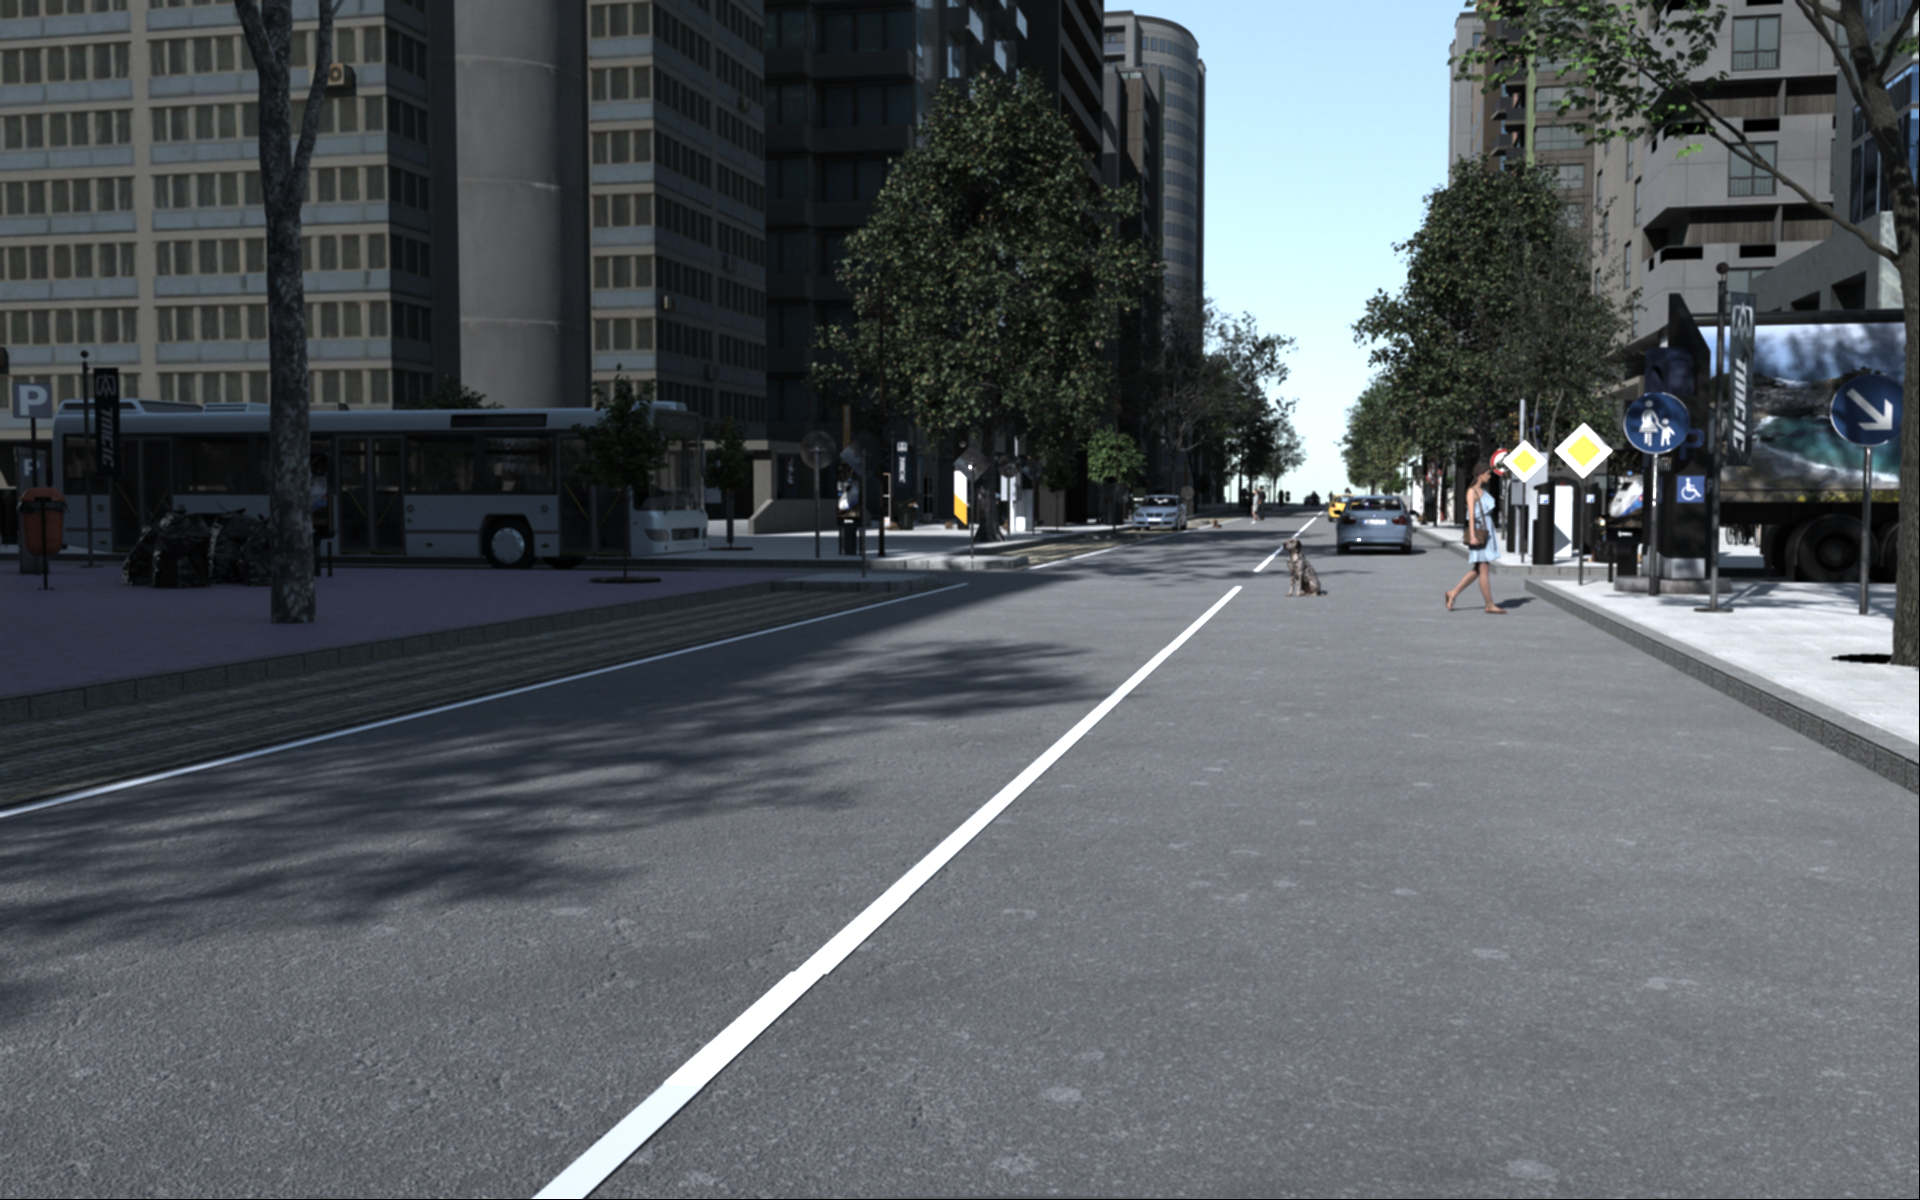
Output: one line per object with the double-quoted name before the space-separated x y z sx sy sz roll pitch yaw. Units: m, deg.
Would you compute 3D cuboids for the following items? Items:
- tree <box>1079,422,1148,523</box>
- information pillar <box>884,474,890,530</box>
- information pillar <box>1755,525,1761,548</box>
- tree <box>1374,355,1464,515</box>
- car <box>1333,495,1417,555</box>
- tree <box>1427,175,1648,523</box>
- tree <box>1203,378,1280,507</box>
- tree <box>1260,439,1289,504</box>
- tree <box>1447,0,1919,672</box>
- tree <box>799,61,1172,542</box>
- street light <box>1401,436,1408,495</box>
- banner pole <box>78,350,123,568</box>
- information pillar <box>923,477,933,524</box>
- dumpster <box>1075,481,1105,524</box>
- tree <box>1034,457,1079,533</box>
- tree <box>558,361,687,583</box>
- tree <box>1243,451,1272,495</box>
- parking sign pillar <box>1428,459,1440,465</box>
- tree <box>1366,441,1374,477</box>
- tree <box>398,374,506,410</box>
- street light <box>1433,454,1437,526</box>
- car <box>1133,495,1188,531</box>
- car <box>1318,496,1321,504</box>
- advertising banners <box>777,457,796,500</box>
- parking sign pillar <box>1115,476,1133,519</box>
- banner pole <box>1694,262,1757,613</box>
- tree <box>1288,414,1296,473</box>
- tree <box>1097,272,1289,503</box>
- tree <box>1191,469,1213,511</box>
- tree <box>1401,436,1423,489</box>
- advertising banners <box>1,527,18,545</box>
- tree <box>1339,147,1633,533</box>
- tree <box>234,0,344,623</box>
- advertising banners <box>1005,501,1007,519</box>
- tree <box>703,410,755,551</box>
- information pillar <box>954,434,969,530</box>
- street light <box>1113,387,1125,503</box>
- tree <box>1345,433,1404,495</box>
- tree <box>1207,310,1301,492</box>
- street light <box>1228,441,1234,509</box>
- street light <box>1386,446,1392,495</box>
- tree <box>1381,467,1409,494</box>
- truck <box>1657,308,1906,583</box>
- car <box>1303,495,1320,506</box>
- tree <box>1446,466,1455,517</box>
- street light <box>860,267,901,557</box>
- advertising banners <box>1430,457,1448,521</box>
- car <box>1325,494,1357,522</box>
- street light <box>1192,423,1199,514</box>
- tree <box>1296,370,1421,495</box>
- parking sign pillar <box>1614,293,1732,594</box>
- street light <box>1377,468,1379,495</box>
"tree" 6.833 -5.796 78.481 4.285 4.588 4.351 0 3 0
"information pillar" -2.650 -3.516 61.973 0.304 2.012 0.304 0 4 -3
"information pillar" 19.320 -2.269 41.588 0.304 2.012 0.304 0 4 7
"tree" 23.010 -8.252 85.280 4.737 8.622 4.395 0 3 0
"car" 10.128 -1.852 42.283 2.014 1.417 4.499 1 4 14
"tree" 14.009 -5.550 41.105 4.360 8.622 3.978 0 3 0
"tree" 27.723 -15.320 168.607 7.486 12.596 7.792 0 3 0
"tree" 44.515 -18.027 245.109 4.360 8.622 3.978 0 3 0
"tree" 7.193 -5.326 12.842 9.928 11.665 9.643 0 3 0
"tree" 0.774 -7.902 46.213 9.611 12.733 9.660 0 3 0
"street light" 27.460 -8.208 106.990 0.468 5.910 1.993 1 4 12
"banner pole" -15.022 -2.461 30.249 0.863 3.779 0.401 0 4 8
"information pillar" -1.373 -4.238 73.785 0.304 2.012 0.304 2 4 35
"dumpster" 5.630 -4.279 75.712 1.264 1.857 1.865 1 4 12
"tree" 3.097 -3.842 57.418 1.663 3.219 1.824 0 3 0
"tree" -4.962 -1.885 25.417 1.663 3.219 1.824 0 3 0
"tree" 36.126 -15.988 211.769 4.737 8.622 4.395 0 3 0
"parking sign pillar" 27.874 -6.958 102.240 1.447 3.967 1.447 0 4 -5
"tree" 36.754 -12.036 147.158 4.737 8.622 4.395 0 3 0
"tree" -13.883 -3.893 47.364 4.285 4.588 4.351 0 3 0
"street light" 18.849 -5.855 68.517 0.468 5.910 1.993 1 4 12
"car" 7.940 -3.444 68.319 2.014 1.417 4.499 1 4 14
"car" 49.287 -13.986 241.257 1.945 1.354 3.894 1 4 12
"advertising banners" -8.320 -5.032 78.454 2.074 3.025 0.090 -2 4 -35
"parking sign pillar" 8.501 -6.214 90.064 1.447 3.967 1.447 2 4 29
"banner pole" 8.428 -1.769 18.936 0.863 3.779 0.401 -2 4 -33
"tree" 46.319 -21.036 254.306 12.009 13.543 11.850 0 3 0
"tree" 11.892 -11.376 96.368 12.009 13.543 11.850 0 3 0
"tree" 18.625 -8.490 133.414 1.663 3.219 1.824 0 3 0
"tree" 21.077 -7.691 76.106 4.360 8.622 3.978 0 3 0
"advertising banners" -24.839 -2.919 43.912 2.074 3.025 0.090 0 4 2
"tree" 17.533 -8.587 57.413 9.611 12.733 9.660 0 3 0
"tree" -7.891 -9.787 15.908 12.611 20.169 13.585 0 3 0
"advertising banners" 2.702 -5.669 88.873 0.090 3.025 2.074 -1 4 -19
"tree" -5.221 -2.768 39.853 1.663 3.219 1.824 0 3 0
"information pillar" 0.046 -4.317 61.930 0.504 3.616 0.183 1 4 23
"street light" 6.539 -6.068 71.994 0.468 5.910 1.993 1 4 12
"tree" 52.030 -18.181 215.379 7.486 12.596 7.792 0 3 0
"tree" 29.509 -19.921 181.601 12.611 20.169 13.585 0 3 0
"street light" 22.913 -10.639 146.737 0.468 5.910 1.993 1 4 12
"street light" 35.505 -10.433 143.373 0.468 5.910 1.993 1 4 12
"tree" 31.461 -7.966 124.843 1.663 3.219 1.824 0 3 0
"truck" 16.912 -2.315 26.761 11.283 4.237 2.839 1 4 14
"car" 42.445 -12.019 209.088 1.945 1.354 3.894 1 4 13
"tree" 26.805 -6.251 96.807 1.663 3.219 1.824 0 3 0
"street light" -1.607 -3.828 35.380 0.468 5.910 1.993 1 4 12
"advertising banners" 22.794 -5.244 81.928 2.074 3.025 0.090 -3 5 -40
"car" 19.979 -4.867 89.801 2.015 1.641 3.980 1 4 11
"street light" 14.964 -8.413 110.334 0.468 5.910 1.993 1 4 12
"tree" 41.955 -15.917 170.609 12.009 13.543 11.850 0 3 0
"parking sign pillar" 9.389 -2.095 22.719 1.447 3.967 1.447 0 4 5
"street light" 43.398 -12.661 179.789 0.468 5.910 1.993 1 4 12
